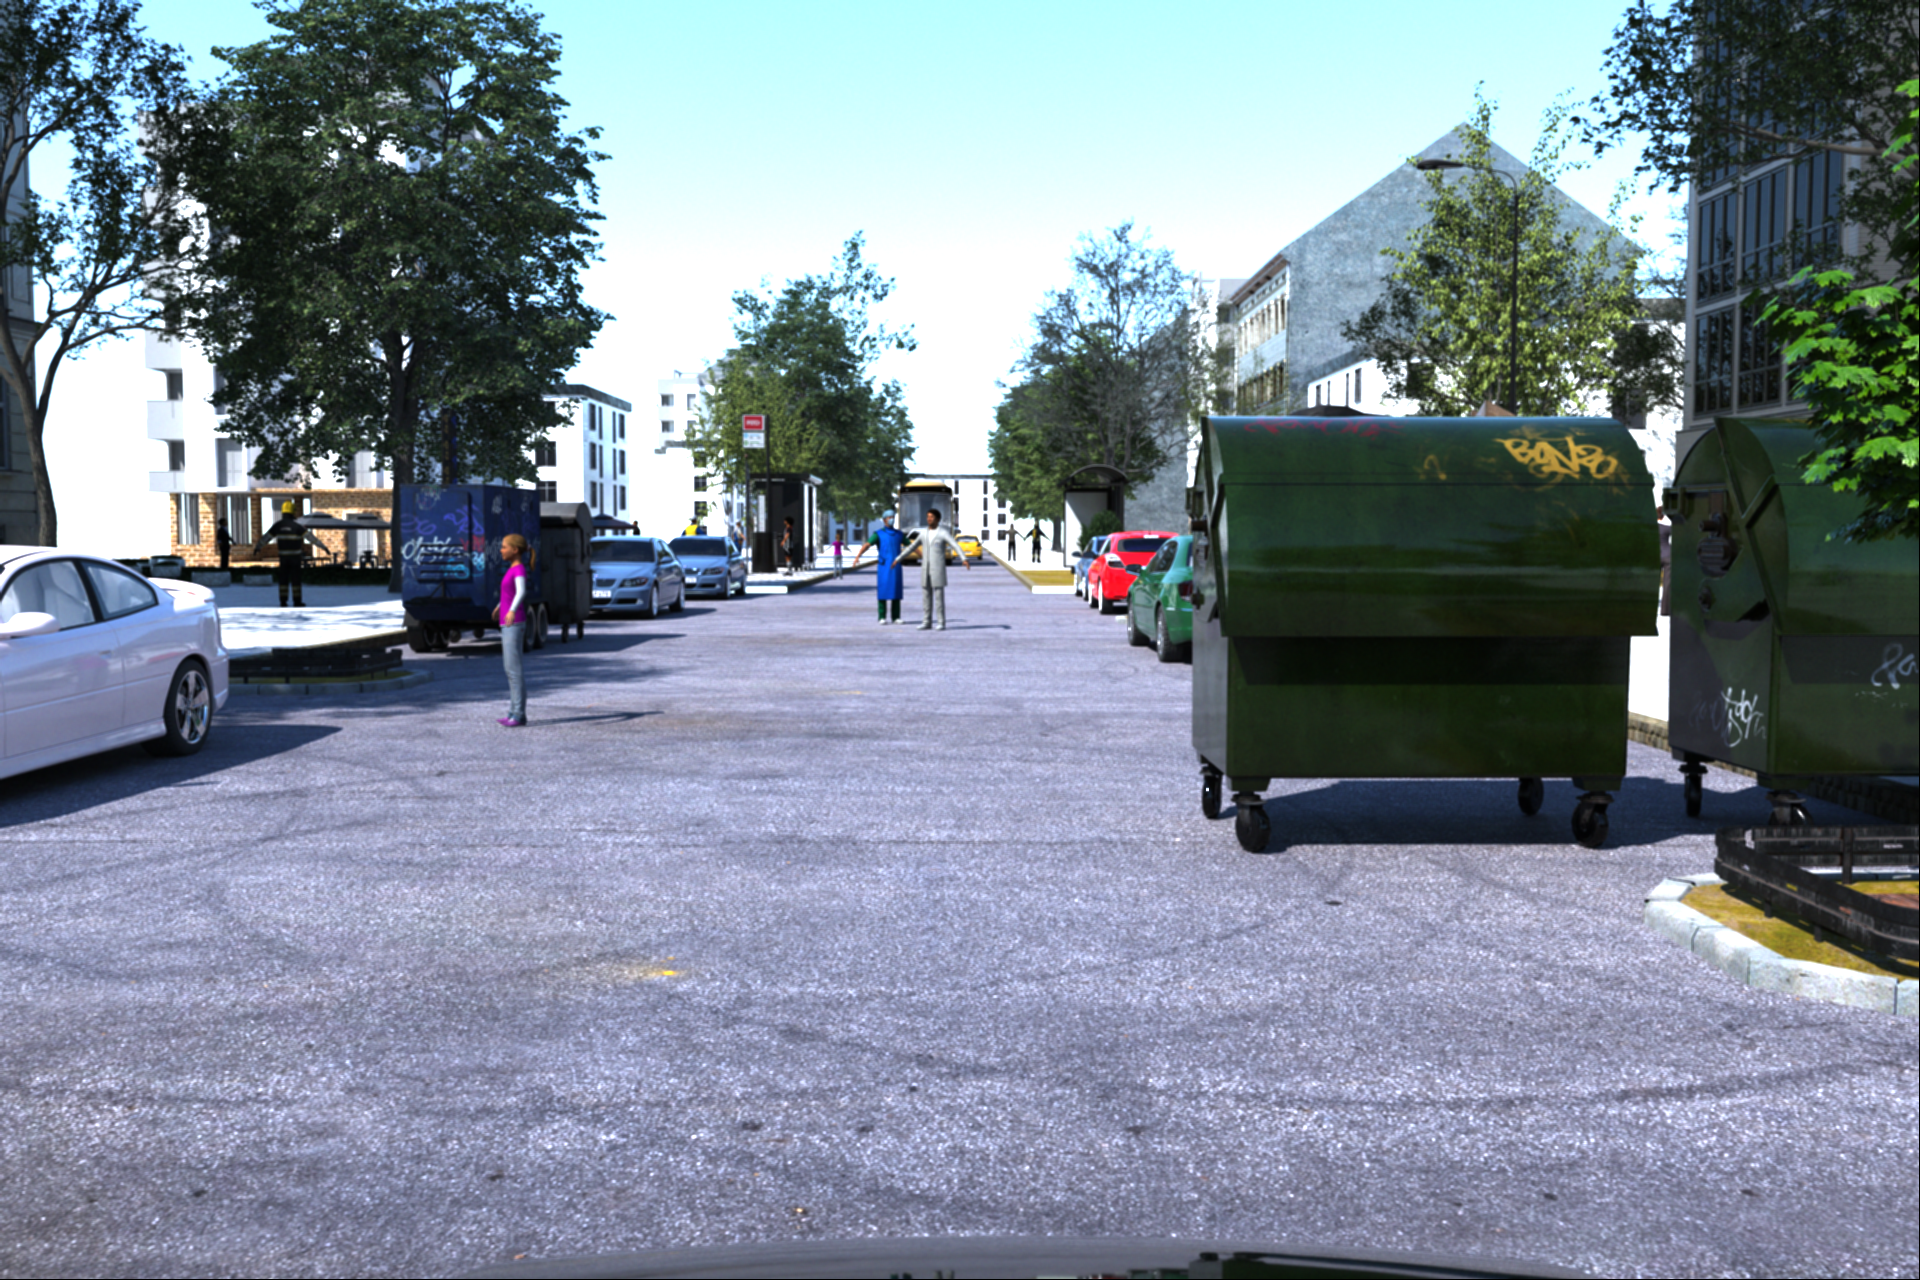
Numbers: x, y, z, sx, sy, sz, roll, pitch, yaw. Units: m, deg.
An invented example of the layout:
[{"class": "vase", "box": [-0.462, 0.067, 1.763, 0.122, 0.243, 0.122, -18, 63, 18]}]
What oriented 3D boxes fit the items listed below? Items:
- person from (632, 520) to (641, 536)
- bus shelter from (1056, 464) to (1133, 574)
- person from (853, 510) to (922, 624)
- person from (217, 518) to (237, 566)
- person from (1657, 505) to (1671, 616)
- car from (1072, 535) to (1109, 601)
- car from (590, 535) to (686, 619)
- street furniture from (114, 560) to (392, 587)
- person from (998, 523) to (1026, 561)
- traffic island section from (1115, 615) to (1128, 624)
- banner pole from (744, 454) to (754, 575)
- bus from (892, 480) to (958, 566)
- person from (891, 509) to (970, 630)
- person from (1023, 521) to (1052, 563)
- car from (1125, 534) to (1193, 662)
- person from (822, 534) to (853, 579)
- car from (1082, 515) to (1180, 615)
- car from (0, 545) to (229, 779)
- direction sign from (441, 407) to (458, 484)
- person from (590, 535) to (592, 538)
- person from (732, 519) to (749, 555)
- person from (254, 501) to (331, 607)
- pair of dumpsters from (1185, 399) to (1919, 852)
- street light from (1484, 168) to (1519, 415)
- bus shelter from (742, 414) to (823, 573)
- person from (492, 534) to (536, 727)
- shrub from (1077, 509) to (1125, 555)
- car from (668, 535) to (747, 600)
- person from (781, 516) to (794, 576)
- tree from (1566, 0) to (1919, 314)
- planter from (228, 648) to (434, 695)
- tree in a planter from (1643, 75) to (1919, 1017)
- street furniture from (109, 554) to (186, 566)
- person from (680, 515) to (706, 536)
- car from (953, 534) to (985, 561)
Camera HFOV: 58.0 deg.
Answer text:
[{"class": "person", "box": [-12.270, -3.622, 65.451, 0.704, 1.802, 1.346, 0, 4, 5]}, {"class": "bus shelter", "box": [4.055, -3.610, 52.941, 2.014, 3.302, 5.546, 0, 4, 1]}, {"class": "person", "box": [-1.107, -1.162, 27.575, 1.347, 1.817, 0.704, -2, 4, -26]}, {"class": "person", "box": [-20.991, -2.623, 49.604, 0.721, 1.740, 1.216, 0, 4, -3]}, {"class": "person", "box": [11.086, -1.239, 27.105, 0.742, 1.727, 0.445, 0, 4, 6]}, {"class": "car", "box": [3.510, -1.611, 38.336, 2.014, 1.417, 4.499, 0, 3, 0]}, {"class": "car", "box": [-5.984, -1.142, 30.667, 2.014, 1.417, 4.499, 0, 4, 0]}, {"class": "street furniture", "box": [-17.066, -1.773, 44.615, 10.072, 0.657, 5.734, -1, 4, -14]}, {"class": "person", "box": [2.438, -4.598, 81.313, 1.348, 1.813, 0.705, 0, 4, 2]}, {"class": "traffic island section", "box": [3.543, -0.321, 28.120, 1.991, 0.108, 1.994, 0, 4, 1]}, {"class": "banner pole", "box": [-6.690, -3.953, 54.653, 0.401, 3.779, 0.863, 0, 4, 2]}, {"class": "bus", "box": [-1.547, -5.537, 82.082, 2.896, 3.916, 12.252, 0, 4, 0]}, {"class": "person", "box": [-0.411, -1.056, 25.902, 1.347, 1.806, 0.705, 2, 4, 29]}, {"class": "person", "box": [3.392, -4.339, 76.723, 1.354, 1.856, 0.705, 2, 4, 24]}, {"class": "car", "box": [3.110, -0.549, 20.769, 2.131, 1.459, 4.920, 0, 4, -1]}, {"class": "person", "box": [-3.876, -2.635, 54.804, 0.991, 1.433, 0.599, -1, 4, -15]}, {"class": "car", "box": [3.387, -1.422, 32.286, 2.155, 1.783, 4.494, 0, 4, 0]}, {"class": "car", "box": [-5.895, 0.151, 9.895, 2.083, 1.381, 4.827, 0, 4, 0]}, {"class": "direction sign", "box": [-9.220, -2.406, 31.336, 0.379, 3.537, 0.876, 0, 4, -1]}, {"class": "person", "box": [-17.870, -4.613, 81.563, 1.346, 1.812, 0.704, -2, 4, -29]}, {"class": "person", "box": [-8.400, -3.669, 65.849, 0.705, 1.847, 1.347, -2, 4, -32]}, {"class": "person", "box": [-11.781, -1.511, 30.476, 1.351, 1.858, 0.704, 0, 3, 0]}, {"class": "pair of dumpsters", "box": [3.314, -0.205, 8.295, 4.436, 2.255, 1.574, 0, 4, -1]}, {"class": "street light", "box": [7.431, -2.999, 21.583, 1.470, 5.913, 1.316, 0, 4, 0]}, {"class": "bus shelter", "box": [-6.215, -5.081, 60.714, 2.179, 5.291, 8.768, 0, 4, 0]}, {"class": "person", "box": [-3.396, -0.075, 12.942, 0.599, 1.433, 0.991, -1, 4, -20]}, {"class": "shrub", "box": [4.014, -2.636, 47.514, 1.690, 2.028, 1.600, 0, 3, 0]}, {"class": "car", "box": [-5.888, -1.664, 39.210, 2.014, 1.417, 4.499, 0, 4, 0]}, {"class": "person", "box": [-5.300, -2.885, 53.310, 0.704, 1.843, 1.345, 0, 4, 3]}, {"class": "tree", "box": [9.130, -4.904, 14.599, 8.767, 10.594, 7.601, 3, 5, 42]}, {"class": "planter", "box": [-6.134, 0.289, 16.420, 1.991, 0.319, 1.994, 0, 4, 1]}, {"class": "tree in a planter", "box": [3.502, -0.529, 5.875, 1.991, 3.239, 1.994, 0, 4, 1]}, {"class": "street furniture", "box": [-28.508, -2.471, 56.029, 5.734, 0.657, 10.072, -2, 4, -35]}, {"class": "person", "box": [-7.532, -2.641, 49.152, 1.349, 1.833, 0.705, 2, 4, 31]}, {"class": "car", "box": [0.360, -5.197, 95.191, 2.015, 1.641, 3.980, 0, 4, 0]}]
